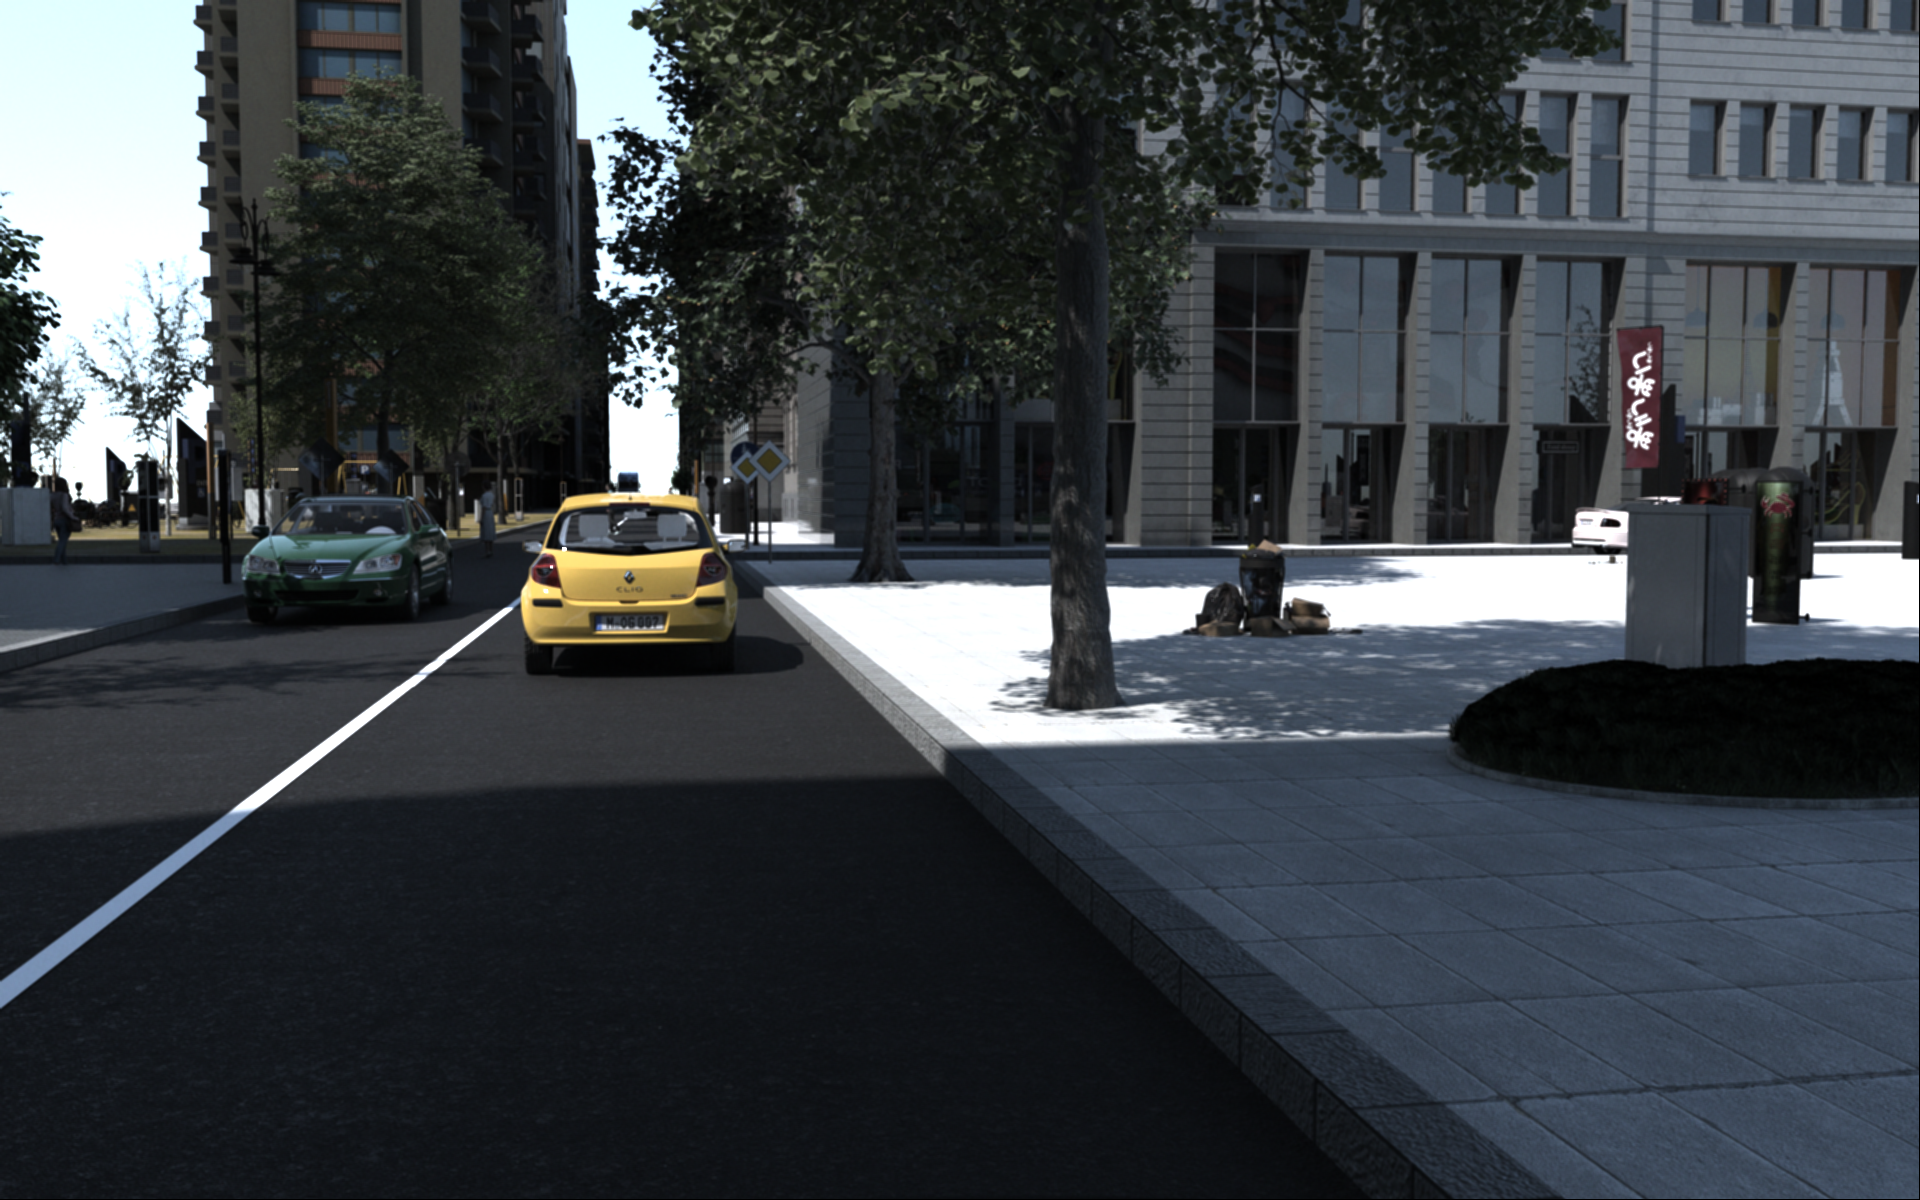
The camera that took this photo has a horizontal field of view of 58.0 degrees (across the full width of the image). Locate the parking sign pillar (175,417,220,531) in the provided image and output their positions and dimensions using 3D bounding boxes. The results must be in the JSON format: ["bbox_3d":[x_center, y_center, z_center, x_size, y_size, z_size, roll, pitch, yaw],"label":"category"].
[{"bbox_3d":[-27.026,-4.454,61.302,1.447,3.967,1.447,1,4,23],"label":"parking sign pillar"}]

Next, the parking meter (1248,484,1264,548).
[{"bbox_3d":[7.071,-2.014,41.348,0.372,1.533,0.369,0,3,0],"label":"parking meter"}]

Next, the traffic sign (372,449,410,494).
[{"bbox_3d":[-12.602,-2.126,38.404,0.795,2.450,0.064,-1,4,-10],"label":"traffic sign"}]

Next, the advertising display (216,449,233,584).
[{"bbox_3d":[-10.632,-1.216,25.090,0.123,1.923,0.974,-1,4,-20],"label":"advertising display"}]

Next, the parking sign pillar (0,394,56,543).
[{"bbox_3d":[-24.634,-3.489,45.511,1.447,3.967,1.447,-2,4,-29],"label":"parking sign pillar"}]

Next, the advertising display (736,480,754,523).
[{"bbox_3d":[-9.703,-4.435,77.732,0.974,1.923,0.123,-3,4,-38],"label":"advertising display"}]

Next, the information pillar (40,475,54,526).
[{"bbox_3d":[-35.197,-3.811,66.801,0.304,2.012,0.304,1,4,18],"label":"information pillar"}]

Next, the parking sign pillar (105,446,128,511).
[{"bbox_3d":[-47.939,-6.732,98.532,1.447,3.967,1.447,1,4,12],"label":"parking sign pillar"}]

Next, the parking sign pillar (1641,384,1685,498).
[{"bbox_3d":[17.530,-3.347,43.203,1.447,3.967,1.447,0,4,-7],"label":"parking sign pillar"}]

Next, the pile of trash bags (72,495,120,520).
[{"bbox_3d":[-43.522,-4.666,86.034,3.447,1.369,1.912,0,4,7],"label":"pile of trash bags"}]

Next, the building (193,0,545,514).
[{"bbox_3d":[-41.381,-28.705,123.958,22.147,44.769,28.867,-1,4,-10],"label":"building"}]

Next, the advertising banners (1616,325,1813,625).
[{"bbox_3d":[7.605,-1.310,17.605,0.090,3.025,2.074,-3,5,-40],"label":"advertising banners"}]

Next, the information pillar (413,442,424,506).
[{"bbox_3d":[-24.597,-5.340,78.660,0.504,3.616,0.183,-3,5,-43],"label":"information pillar"}]

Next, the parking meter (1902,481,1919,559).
[{"bbox_3d":[18.775,-1.571,34.095,0.372,1.533,0.369,0,3,0],"label":"parking meter"}]

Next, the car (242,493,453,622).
[{"bbox_3d":[-7.320,-0.565,21.035,2.131,1.459,4.920,-1,4,-9],"label":"car"}]

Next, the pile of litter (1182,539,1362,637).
[{"bbox_3d":[2.908,-0.123,15.976,1.719,0.858,1.176,0,4,5],"label":"pile of litter"}]

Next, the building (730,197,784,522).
[{"bbox_3d":[-6.538,-14.579,87.525,9.793,20.994,18.267,-1,4,-10],"label":"building"}]

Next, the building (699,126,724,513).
[{"bbox_3d":[-11.685,-21.600,124.864,14.160,30.474,14.107,-1,4,-10],"label":"building"}]

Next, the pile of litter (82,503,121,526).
[{"bbox_3d":[-34.749,-3.404,69.612,1.176,0.858,1.719,0,4,-3],"label":"pile of litter"}]

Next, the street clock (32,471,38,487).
[{"bbox_3d":[-28.467,-2.962,52.999,0.358,2.002,0.471,3,5,45],"label":"street clock"}]

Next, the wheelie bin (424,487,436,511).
[{"bbox_3d":[-24.835,-4.460,80.823,0.693,1.594,0.980,-1,4,-9],"label":"wheelie bin"}]

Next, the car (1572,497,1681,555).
[{"bbox_3d":[16.182,-1.619,38.829,4.827,1.381,2.083,-1,4,-10],"label":"car"}]

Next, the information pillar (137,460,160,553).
[{"bbox_3d":[-17.708,-2.038,37.807,0.304,2.012,0.304,2,4,23],"label":"information pillar"}]

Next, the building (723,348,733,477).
[{"bbox_3d":[-8.962,-15.369,106.042,10.420,20.320,16.860,-1,4,-10],"label":"building"}]

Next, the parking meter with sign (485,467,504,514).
[{"bbox_3d":[-29.660,-6.928,109.541,1.738,3.016,0.543,0,4,-8],"label":"parking meter with sign"}]

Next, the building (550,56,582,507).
[{"bbox_3d":[-45.462,-32.003,173.360,14.600,45.320,14.200,-1,4,-10],"label":"building"}]

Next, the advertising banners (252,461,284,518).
[{"bbox_3d":[-37.058,-5.895,92.572,0.090,3.025,2.074,2,4,32],"label":"advertising banners"}]

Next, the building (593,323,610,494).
[{"bbox_3d":[-59.608,-29.754,258.175,14.160,30.474,14.107,-1,4,-10],"label":"building"}]

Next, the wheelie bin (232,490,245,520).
[{"bbox_3d":[-36.250,-4.840,87.040,0.693,1.594,0.980,1,4,17],"label":"wheelie bin"}]

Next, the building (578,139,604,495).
[{"bbox_3d":[-54.732,-33.798,207.214,22.147,44.769,28.867,-1,4,-10],"label":"building"}]

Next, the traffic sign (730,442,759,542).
[{"bbox_3d":[-5.183,-2.568,42.092,0.768,2.556,0.104,0,4,-2],"label":"traffic sign"}]

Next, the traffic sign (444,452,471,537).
[{"bbox_3d":[-15.044,-3.168,51.906,0.768,2.556,0.104,-1,4,-9],"label":"traffic sign"}]

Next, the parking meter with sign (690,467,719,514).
[{"bbox_3d":[-16.317,-7.008,110.838,1.738,3.016,0.543,1,4,8],"label":"parking meter with sign"}]

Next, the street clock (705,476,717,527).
[{"bbox_3d":[-9.808,-3.898,68.304,0.471,2.002,0.358,2,4,33],"label":"street clock"}]

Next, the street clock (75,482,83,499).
[{"bbox_3d":[-52.267,-6.006,102.770,0.358,2.002,0.471,0,4,0],"label":"street clock"}]

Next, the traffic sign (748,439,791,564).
[{"bbox_3d":[-3.502,-1.726,31.857,0.795,2.450,0.064,-1,4,-10],"label":"traffic sign"}]

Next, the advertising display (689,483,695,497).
[{"bbox_3d":[-15.248,-5.712,98.605,0.123,1.923,0.974,0,4,2],"label":"advertising display"}]

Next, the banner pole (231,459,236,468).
[{"bbox_3d":[-45.325,-7.187,107.532,0.863,3.779,0.401,-1,4,-16],"label":"banner pole"}]

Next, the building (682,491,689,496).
[{"bbox_3d":[-29.586,-49.452,246.789,20.563,71.187,20.611,-1,4,-10],"label":"building"}]

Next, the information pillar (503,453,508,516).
[{"bbox_3d":[-26.089,-6.612,99.465,0.183,3.616,0.504,0,4,1],"label":"information pillar"}]

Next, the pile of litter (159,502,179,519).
[{"bbox_3d":[-40.379,-4.538,88.161,1.176,0.858,1.719,-3,5,-40],"label":"pile of litter"}]

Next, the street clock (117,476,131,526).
[{"bbox_3d":[-33.740,-4.000,69.974,0.471,2.002,0.358,-3,5,-39],"label":"street clock"}]

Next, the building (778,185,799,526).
[{"bbox_3d":[0.050,-17.090,66.814,14.401,28.519,23.554,-1,4,-10],"label":"building"}]

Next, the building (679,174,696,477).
[{"bbox_3d":[-24.951,-34.784,223.337,22.147,44.769,28.867,-1,4,-10],"label":"building"}]

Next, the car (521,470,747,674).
[{"bbox_3d":[-2.876,-0.312,15.319,2.015,1.641,3.980,-1,4,-9],"label":"car"}]

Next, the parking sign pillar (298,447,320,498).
[{"bbox_3d":[-31.639,-5.854,84.191,1.447,3.967,1.447,3,5,42],"label":"parking sign pillar"}]

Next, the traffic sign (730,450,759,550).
[{"bbox_3d":[-4.870,-2.207,39.724,0.795,2.450,0.064,-1,4,-10],"label":"traffic sign"}]

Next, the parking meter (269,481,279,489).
[{"bbox_3d":[-31.510,-4.519,79.590,0.255,1.863,0.399,3,5,43],"label":"parking meter"}]

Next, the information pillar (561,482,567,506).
[{"bbox_3d":[-24.688,-6.328,107.951,0.304,2.012,0.304,0,4,-1],"label":"information pillar"}]

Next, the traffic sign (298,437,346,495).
[{"bbox_3d":[-11.234,-1.645,30.537,0.795,2.450,0.064,-1,4,-10],"label":"traffic sign"}]

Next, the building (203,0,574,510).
[{"bbox_3d":[-48.346,-34.387,151.462,28.713,52.752,27.495,-1,4,-10],"label":"building"}]

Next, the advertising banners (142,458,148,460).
[{"bbox_3d":[-37.065,-5.001,77.961,0.090,3.025,2.074,0,4,6],"label":"advertising banners"}]

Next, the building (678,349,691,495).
[{"bbox_3d":[-35.912,-30.142,264.521,14.160,30.474,14.107,-1,4,-10],"label":"building"}]

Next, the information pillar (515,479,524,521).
[{"bbox_3d":[-20.884,-4.746,82.082,0.304,2.012,0.304,0,4,2],"label":"information pillar"}]

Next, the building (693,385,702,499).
[{"bbox_3d":[-12.918,-20.266,176.388,27.650,21.520,28.899,-1,4,-10],"label":"building"}]

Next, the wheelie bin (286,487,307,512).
[{"bbox_3d":[-31.034,-4.471,81.001,0.980,1.594,0.693,0,4,-7],"label":"wheelie bin"}]

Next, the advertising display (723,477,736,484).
[{"bbox_3d":[-8.637,-3.633,64.609,0.123,1.923,0.974,-2,4,-24],"label":"advertising display"}]

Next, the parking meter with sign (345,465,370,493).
[{"bbox_3d":[-30.413,-5.540,86.844,1.738,3.016,0.543,-1,4,-14],"label":"parking meter with sign"}]

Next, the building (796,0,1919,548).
[{"bbox_3d":[10.603,-16.545,48.005,29.804,29.767,11.434,-1,4,-10],"label":"building"}]
